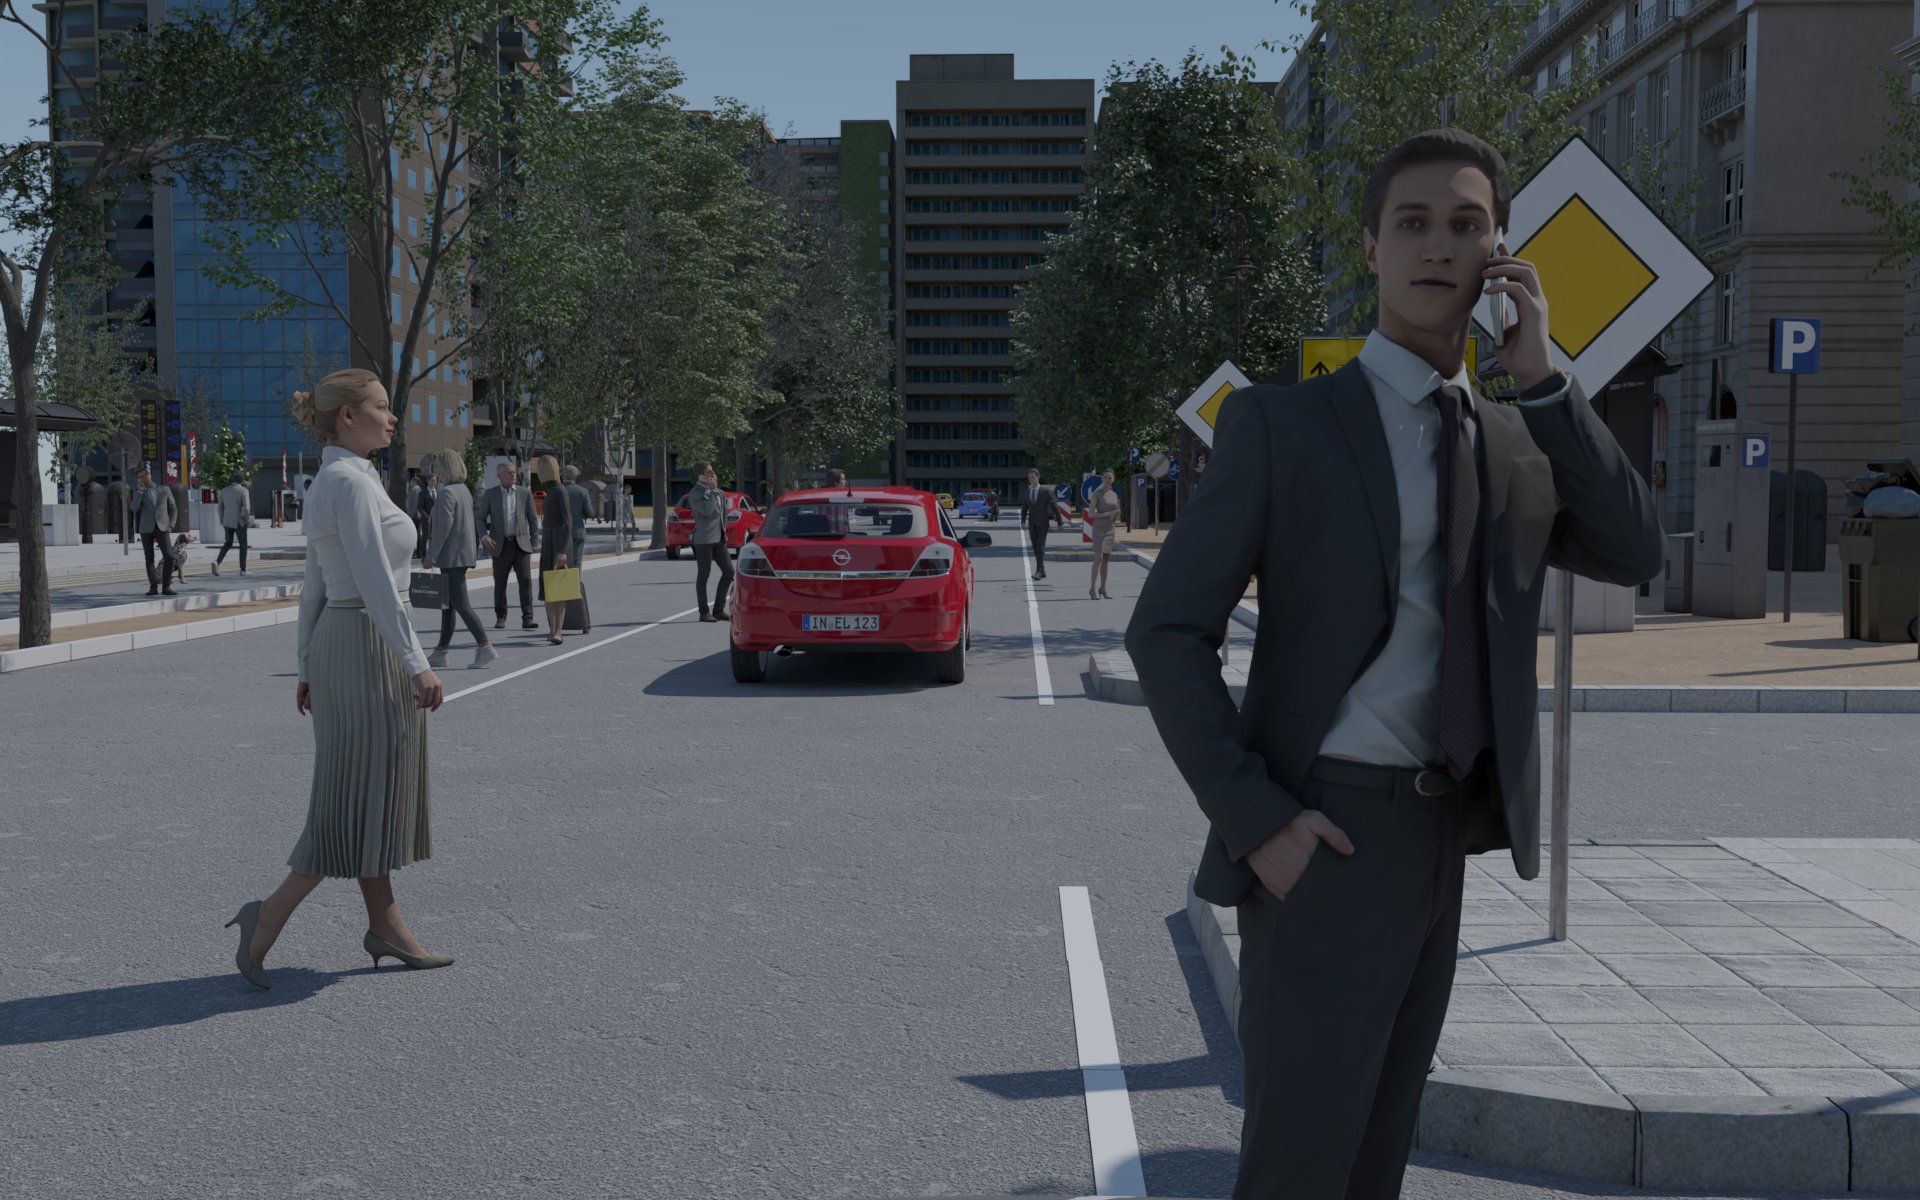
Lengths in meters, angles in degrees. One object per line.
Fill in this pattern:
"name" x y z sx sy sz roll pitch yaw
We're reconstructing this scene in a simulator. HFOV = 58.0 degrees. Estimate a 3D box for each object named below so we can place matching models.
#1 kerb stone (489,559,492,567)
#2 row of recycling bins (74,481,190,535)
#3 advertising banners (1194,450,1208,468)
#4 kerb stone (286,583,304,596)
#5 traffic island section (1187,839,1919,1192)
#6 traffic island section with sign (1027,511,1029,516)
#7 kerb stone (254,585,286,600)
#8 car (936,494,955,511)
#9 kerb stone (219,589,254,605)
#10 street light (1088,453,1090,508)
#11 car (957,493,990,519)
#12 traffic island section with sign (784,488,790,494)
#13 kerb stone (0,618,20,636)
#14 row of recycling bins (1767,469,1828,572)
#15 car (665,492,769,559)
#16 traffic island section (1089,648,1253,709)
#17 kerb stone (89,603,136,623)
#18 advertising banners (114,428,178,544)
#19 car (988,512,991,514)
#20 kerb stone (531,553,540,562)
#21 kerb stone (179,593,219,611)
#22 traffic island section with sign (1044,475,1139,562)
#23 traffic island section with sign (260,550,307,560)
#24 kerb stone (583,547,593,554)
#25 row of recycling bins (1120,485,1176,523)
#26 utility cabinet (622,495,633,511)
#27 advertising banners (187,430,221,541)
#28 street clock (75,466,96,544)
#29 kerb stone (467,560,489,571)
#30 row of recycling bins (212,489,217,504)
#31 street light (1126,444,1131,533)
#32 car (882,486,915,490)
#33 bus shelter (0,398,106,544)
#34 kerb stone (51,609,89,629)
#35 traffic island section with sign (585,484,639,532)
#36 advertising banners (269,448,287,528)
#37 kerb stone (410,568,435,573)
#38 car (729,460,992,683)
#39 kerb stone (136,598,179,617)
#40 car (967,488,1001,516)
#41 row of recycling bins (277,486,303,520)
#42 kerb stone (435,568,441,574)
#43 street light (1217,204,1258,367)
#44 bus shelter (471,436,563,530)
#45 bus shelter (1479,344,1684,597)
"kerb stone" -9.169 -0.715 33.887 0.120 0.150 1.000 0 4 2
"row of recycling bins" -26.707 -2.990 55.999 1.069 1.692 3.534 3 5 40
"advertising banners" 10.329 -4.437 68.730 2.074 3.025 0.090 1 4 8
"kerb stone" -9.469 -0.151 24.670 0.120 0.150 1.000 0 4 2
"traffic island section" 1.744 1.057 5.005 2.009 0.180 2.903 0 4 2
"traffic island section with sign" 5.341 -6.487 114.685 1.989 1.847 2.006 0 4 2
"kerb stone" -9.495 -0.087 23.629 0.120 0.150 1.000 0 4 2
"car" -1.433 -8.427 148.000 2.015 1.641 3.980 0 4 1
"kerb stone" -9.532 -0.025 22.606 0.120 0.150 1.000 0 4 2
"street light" 6.480 -6.958 86.545 0.468 5.910 1.993 0 4 2
"car" 0.791 -5.563 100.549 1.945 1.707 3.694 0 4 1
"traffic island section with sign" -11.603 -6.541 115.574 1.989 1.847 2.006 0 4 2
"kerb stone" -9.702 0.288 17.489 0.120 0.150 1.000 0 4 2
"row of recycling bins" 13.997 -1.414 30.235 1.069 1.692 3.534 0 4 2
"car" -5.463 -1.860 39.448 2.155 1.783 4.494 0 4 3
"traffic island section" 2.005 0.569 12.985 2.009 0.180 2.903 0 4 2
"kerb stone" -9.634 0.163 19.538 0.120 0.150 1.000 0 4 2
"advertising banners" -21.248 -3.008 45.375 0.090 3.025 2.074 2 4 26
"car" 1.470 -7.155 128.786 2.131 1.459 4.920 0 4 1
"kerb stone" -9.055 -0.903 36.957 0.120 0.150 1.000 0 4 2
"kerb stone" -9.562 0.037 21.584 0.120 0.150 1.000 0 4 2
"traffic island section with sign" 2.825 -1.770 37.570 1.989 1.847 2.006 0 4 2
"traffic island section with sign" -14.134 -1.820 38.383 1.989 1.847 2.006 0 4 2
"kerb stone" -8.931 -1.150 41.049 0.120 0.150 1.000 0 4 2
"row of recycling bins" 8.965 -4.352 78.262 3.534 1.692 1.069 -1 4 -17
"utility cabinet" -16.636 -4.566 85.818 0.306 1.237 1.020 2 4 29
"advertising banners" -20.951 -3.180 48.176 0.090 3.025 2.074 0 4 2
"street clock" -22.538 -2.453 44.671 0.471 2.002 0.358 1 4 15
"kerb stone" -9.192 -0.652 32.860 0.120 0.150 1.000 0 4 2
"row of recycling bins" -33.805 -4.484 80.428 1.069 1.692 3.534 -3 5 -42
"street light" 5.597 -5.167 57.275 0.468 5.910 1.993 0 4 2
"car" -2.868 -4.415 80.862 2.281 1.827 5.304 0 4 4
"bus shelter" -20.134 -2.572 35.975 2.014 3.302 5.546 0 4 2
"kerb stone" -9.668 0.228 18.517 0.120 0.150 1.000 0 4 2
"traffic island section with sign" -13.243 -3.481 65.544 1.989 1.847 2.006 0 4 2
"advertising banners" -25.720 -4.234 65.411 0.090 3.025 2.074 0 4 -4
"kerb stone" -9.299 -0.464 29.790 0.120 0.150 1.000 0 4 2
"car" -0.807 -0.342 14.635 2.155 1.783 4.494 0 4 1
"kerb stone" -9.606 0.100 20.562 0.120 0.150 1.000 0 4 2
"car" 1.561 -6.580 116.261 2.281 1.827 5.304 0 4 3
"row of recycling bins" -32.422 -4.880 86.901 3.534 1.692 1.069 -1 4 -16
"kerb stone" -9.262 -0.527 30.811 0.120 0.150 1.000 0 4 2
"street light" 4.464 -3.378 28.014 0.468 5.910 1.993 0 4 2
"bus shelter" -16.244 -4.255 63.486 2.014 3.302 5.546 0 4 2
"bus shelter" 7.921 -1.841 24.016 2.014 3.302 5.546 0 4 2
